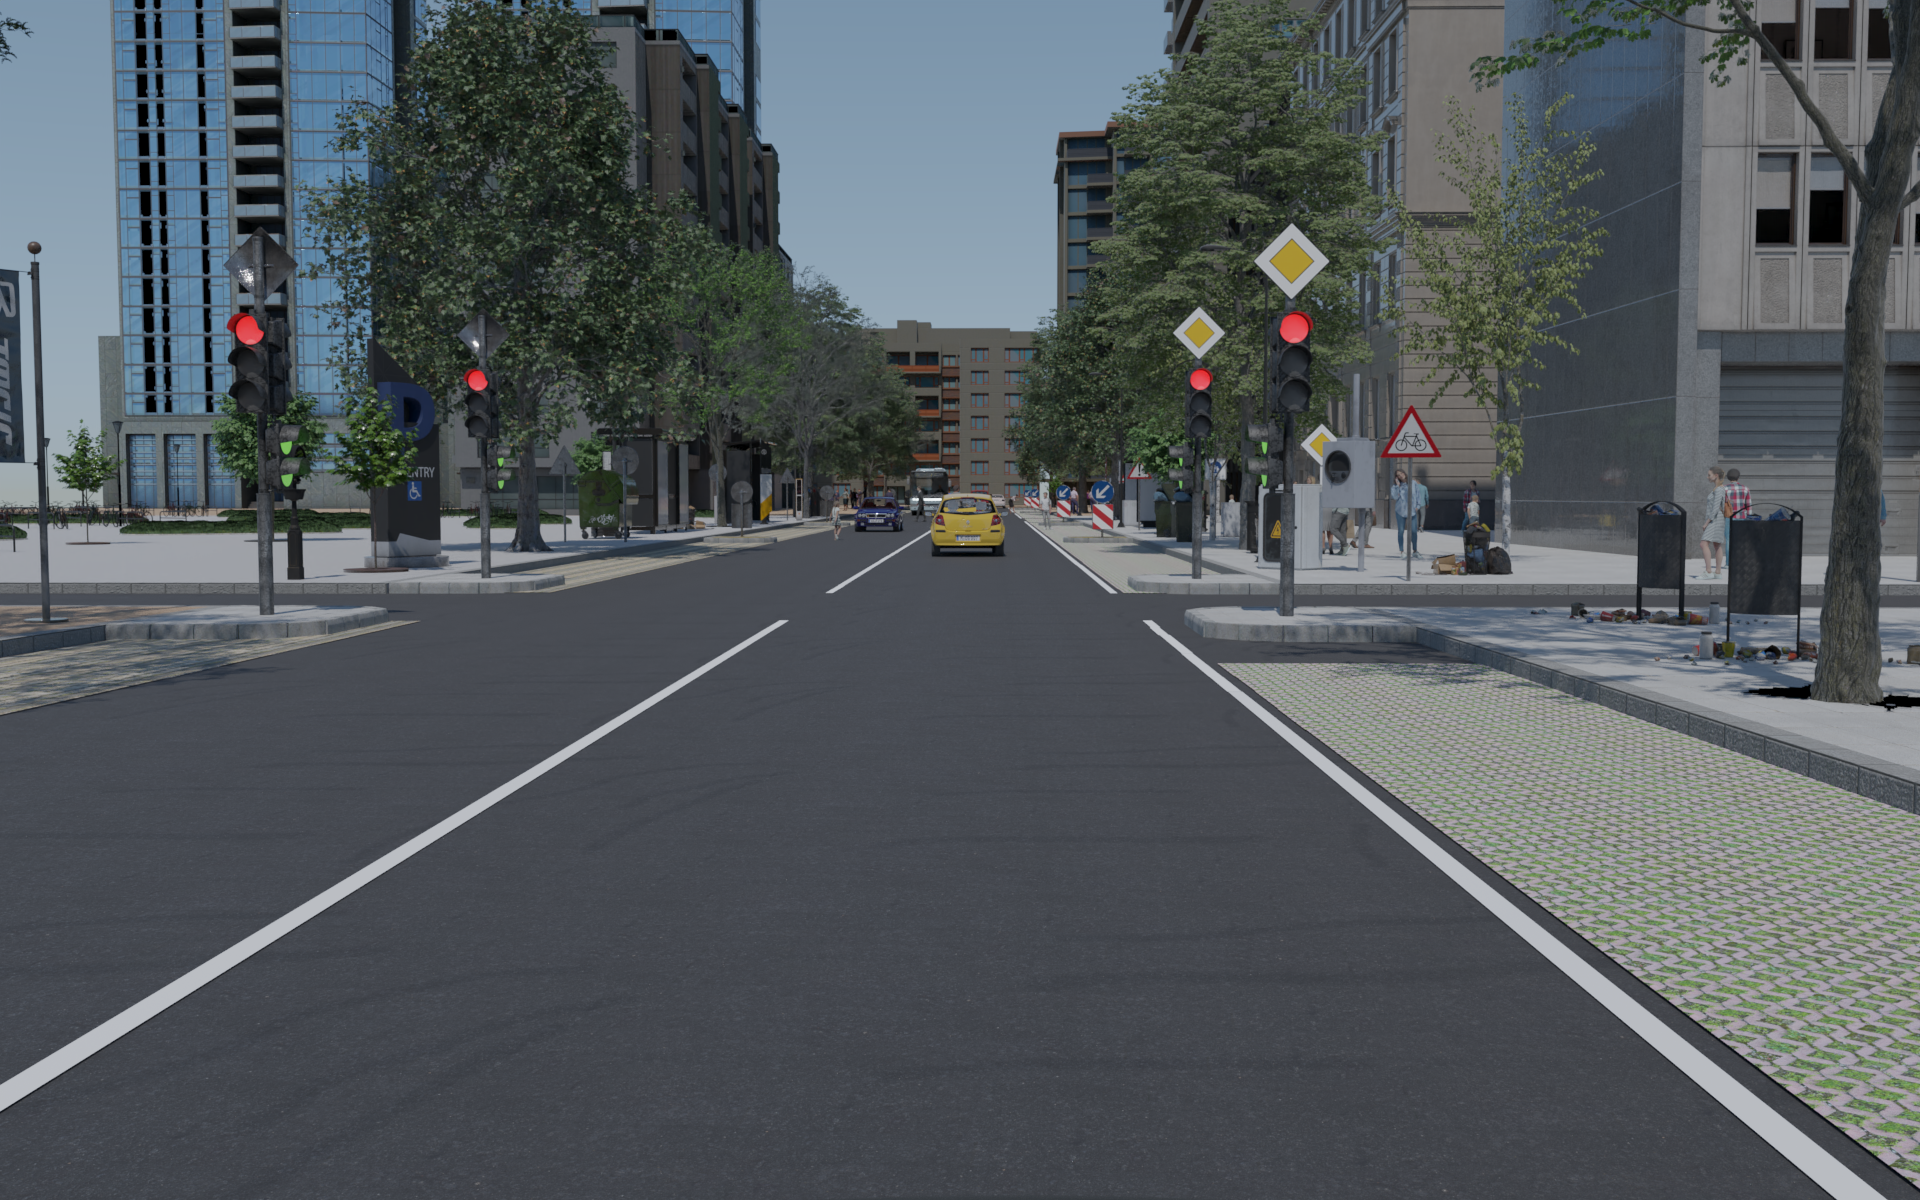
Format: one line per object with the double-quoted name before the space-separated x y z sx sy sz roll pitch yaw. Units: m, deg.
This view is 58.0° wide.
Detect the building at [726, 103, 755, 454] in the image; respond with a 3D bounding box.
"building" -22.826 -21.470 122.733 14.160 30.474 14.107 0 4 1

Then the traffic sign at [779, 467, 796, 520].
"traffic sign" -8.413 -5.160 84.372 0.884 2.594 0.081 1 4 8

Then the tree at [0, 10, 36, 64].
"tree" -9.476 -4.657 10.552 8.767 10.594 7.601 3 4 37

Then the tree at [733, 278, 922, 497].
"tree" -8.746 -11.942 101.901 9.857 13.997 8.962 0 3 0

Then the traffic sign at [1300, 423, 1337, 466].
"traffic sign" 6.753 -1.991 32.287 0.795 2.593 0.064 0 4 2

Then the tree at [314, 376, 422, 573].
"tree" -9.748 -2.069 28.423 1.663 3.219 1.824 0 3 0

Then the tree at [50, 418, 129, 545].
"tree" -22.338 -3.029 44.132 1.663 3.219 1.824 0 3 0

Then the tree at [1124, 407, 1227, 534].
"tree" 6.966 -4.358 54.968 4.285 4.588 4.351 0 3 0

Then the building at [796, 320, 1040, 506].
"building" -5.259 -22.121 206.723 28.899 21.520 27.650 0 4 1

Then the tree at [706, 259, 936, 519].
"tree" -8.117 -11.024 90.609 12.009 13.543 11.850 0 3 0

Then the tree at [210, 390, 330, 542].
"tree" -18.646 -3.856 46.765 4.285 4.588 4.351 0 3 0

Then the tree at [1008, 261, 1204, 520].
"tree" 7.631 -10.276 85.016 9.611 12.733 9.660 0 3 0

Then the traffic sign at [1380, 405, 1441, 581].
"traffic sign" 6.593 -1.553 25.391 0.884 2.594 0.081 0 4 3

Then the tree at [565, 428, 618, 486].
"tree" -18.080 -6.259 86.053 4.285 4.588 4.351 0 3 0

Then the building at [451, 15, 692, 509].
"building" -22.969 -20.609 108.652 14.160 30.474 14.107 0 4 1

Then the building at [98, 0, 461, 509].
"building" -62.023 -51.687 157.750 31.000 86.520 22.319 0 4 1

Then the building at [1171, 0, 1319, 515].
"building" 25.512 -29.898 112.529 21.300 48.544 21.600 0 4 1

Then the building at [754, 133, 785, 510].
"building" -21.994 -22.330 136.801 14.160 30.474 14.107 0 4 1

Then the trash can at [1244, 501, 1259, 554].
"trash can" 6.498 -1.574 37.387 0.748 1.137 0.748 0 3 0

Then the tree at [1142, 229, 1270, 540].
"tree" 6.969 -5.937 47.437 4.737 8.622 4.395 0 3 0

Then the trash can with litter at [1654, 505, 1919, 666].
"trash can with litter" 6.589 -0.135 13.271 2.233 1.210 1.678 2 4 27

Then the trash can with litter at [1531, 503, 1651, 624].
"trash can with litter" 6.898 -0.405 17.686 1.678 1.210 2.233 -2 4 -30

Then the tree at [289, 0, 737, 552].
"tree" -9.782 -7.436 38.587 9.611 12.733 9.660 0 3 0

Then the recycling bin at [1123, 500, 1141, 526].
"recycling bin" 6.862 -3.480 69.452 0.722 1.027 0.722 1 4 13

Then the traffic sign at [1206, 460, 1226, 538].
"traffic sign" 7.426 -2.951 50.380 0.606 2.300 0.079 1 4 8

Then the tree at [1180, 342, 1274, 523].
"tree" 11.602 -7.689 76.077 4.360 8.622 3.978 0 3 0

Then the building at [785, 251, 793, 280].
"building" -26.870 -26.237 200.675 14.107 30.474 14.160 0 4 1

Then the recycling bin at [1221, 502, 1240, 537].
"recycling bin" 8.228 -2.412 51.989 0.722 1.027 0.722 0 4 1

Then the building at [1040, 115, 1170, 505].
"building" 23.950 -33.530 202.845 28.867 44.769 22.147 0 4 1

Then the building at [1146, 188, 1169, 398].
"building" 24.061 -23.866 161.905 14.160 30.474 14.107 0 4 1

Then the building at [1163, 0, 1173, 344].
"building" 28.138 -31.768 139.021 23.786 49.044 30.456 0 4 1

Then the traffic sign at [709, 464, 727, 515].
"traffic sign" -10.165 -4.438 72.659 0.768 2.556 0.104 0 4 2

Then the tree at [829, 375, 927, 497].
"tree" -7.091 -12.320 135.847 7.601 10.594 8.767 3 5 43

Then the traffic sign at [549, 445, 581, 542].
"traffic sign" -10.550 -2.826 46.207 0.884 2.594 0.081 0 4 7

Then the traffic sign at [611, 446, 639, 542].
"traffic sign" -8.912 -2.811 46.071 0.768 2.556 0.104 0 4 8

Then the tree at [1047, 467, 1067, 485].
"tree" 9.307 -13.627 173.170 4.737 8.622 4.395 0 3 0

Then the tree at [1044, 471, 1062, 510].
"tree" 8.099 -9.161 144.383 1.663 3.219 1.824 0 3 0

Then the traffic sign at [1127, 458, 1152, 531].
"traffic sign" 6.304 -3.724 60.892 0.884 2.594 0.081 0 4 6

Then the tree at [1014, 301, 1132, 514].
"tree" 8.193 -12.677 113.917 9.857 13.997 8.962 0 3 0

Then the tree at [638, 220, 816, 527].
"tree" -9.442 -8.644 67.093 9.928 11.665 9.643 0 3 0

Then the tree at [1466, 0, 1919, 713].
"tree" 5.615 -5.170 10.285 9.928 11.665 9.643 0 3 0

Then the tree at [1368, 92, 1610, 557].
"tree" 9.646 -4.938 31.093 4.737 8.622 4.395 0 3 0

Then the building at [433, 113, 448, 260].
"building" -63.349 -35.785 204.693 30.456 49.044 23.786 0 4 1

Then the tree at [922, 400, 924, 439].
"tree" -7.687 -14.775 148.231 9.857 13.997 8.962 0 3 0

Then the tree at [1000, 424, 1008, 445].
"tree" 8.619 -15.039 162.890 9.611 12.733 9.660 0 3 0

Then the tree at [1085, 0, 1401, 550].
"tree" 6.304 -7.407 39.229 7.486 12.596 7.792 0 3 0
